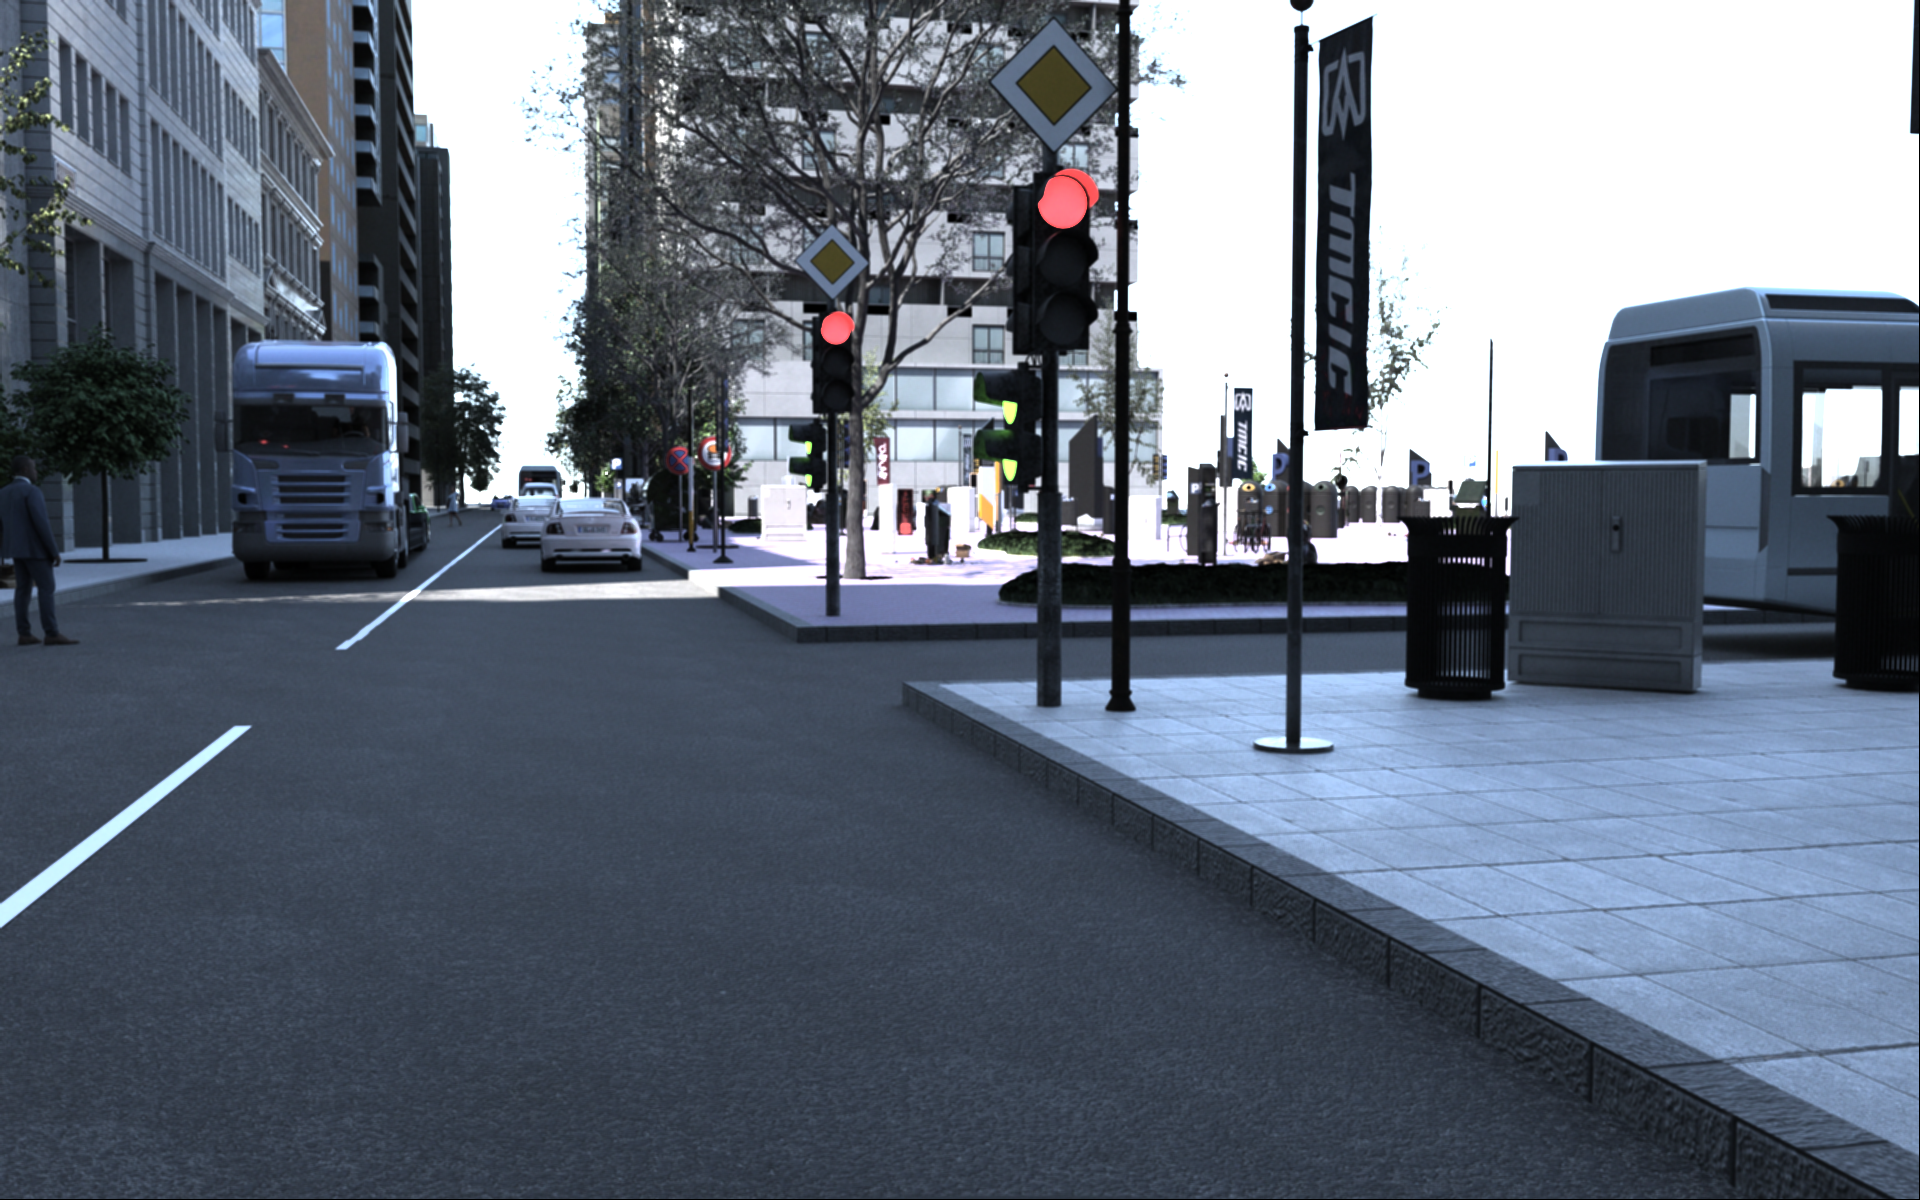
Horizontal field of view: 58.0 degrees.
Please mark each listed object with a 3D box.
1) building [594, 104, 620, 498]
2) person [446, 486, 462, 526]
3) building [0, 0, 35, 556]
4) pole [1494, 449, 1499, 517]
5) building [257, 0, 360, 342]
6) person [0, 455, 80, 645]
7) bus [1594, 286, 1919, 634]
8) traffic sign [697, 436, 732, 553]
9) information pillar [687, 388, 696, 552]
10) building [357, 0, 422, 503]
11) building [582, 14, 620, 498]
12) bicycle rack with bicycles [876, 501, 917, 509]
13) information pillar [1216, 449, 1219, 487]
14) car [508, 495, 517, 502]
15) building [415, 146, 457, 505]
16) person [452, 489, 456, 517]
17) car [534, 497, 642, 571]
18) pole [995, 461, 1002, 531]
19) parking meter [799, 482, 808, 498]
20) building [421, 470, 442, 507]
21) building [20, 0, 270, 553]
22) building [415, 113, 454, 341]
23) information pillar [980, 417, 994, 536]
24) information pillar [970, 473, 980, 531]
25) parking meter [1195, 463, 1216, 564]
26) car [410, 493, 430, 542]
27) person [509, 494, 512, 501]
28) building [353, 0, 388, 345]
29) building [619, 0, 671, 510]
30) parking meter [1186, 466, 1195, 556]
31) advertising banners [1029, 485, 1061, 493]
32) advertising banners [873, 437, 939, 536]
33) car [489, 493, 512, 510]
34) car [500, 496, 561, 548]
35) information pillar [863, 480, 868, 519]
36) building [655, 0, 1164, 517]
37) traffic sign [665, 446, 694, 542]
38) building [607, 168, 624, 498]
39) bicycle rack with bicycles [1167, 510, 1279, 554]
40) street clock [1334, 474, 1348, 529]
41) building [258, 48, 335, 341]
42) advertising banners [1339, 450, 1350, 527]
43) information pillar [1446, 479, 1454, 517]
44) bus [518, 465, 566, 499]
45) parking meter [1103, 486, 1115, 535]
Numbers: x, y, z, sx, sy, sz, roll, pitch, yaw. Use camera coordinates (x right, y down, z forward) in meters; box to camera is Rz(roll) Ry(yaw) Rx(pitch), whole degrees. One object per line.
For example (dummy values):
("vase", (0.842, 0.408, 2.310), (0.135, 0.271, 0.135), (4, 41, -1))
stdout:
("building", (-31.563, -30.713, 185.753), (14.154, 41.232, 14.086), (-1, 4, -14))
("person", (-22.542, -4.186, 77.039), (0.616, 1.811, 0.778), (2, 4, 24))
("building", (-23.474, -12.701, 25.687), (12.078, 24.808, 19.932), (-1, 4, -14))
("pole", (24.533, -5.218, 79.161), (0.158, 3.312, 0.155), (0, 3, 0))
("building", (-40.422, -27.077, 92.821), (14.600, 45.320, 14.200), (-1, 4, -14))
("person", (-8.826, -0.475, 16.453), (0.721, 1.800, 0.419), (1, 4, 16))
("bus", (13.103, -1.403, 17.792), (13.247, 3.499, 2.948), (-1, 4, -14))
("traffic sign", (-5.370, -2.312, 37.903), (0.768, 2.556, 0.104), (-1, 4, -13))
("information pillar", (-6.011, -2.894, 38.672), (0.183, 3.616, 0.504), (0, 4, -6))
("building", (-55.957, -31.613, 140.578), (21.300, 48.544, 21.600), (-1, 4, -14))
("building", (-37.106, -41.542, 221.216), (21.231, 58.520, 28.212), (-1, 4, -14))
("bicycle rack with bicycles", (-3.301, -4.765, 91.290), (2.925, 0.926, 2.852), (-3, 5, -43))
("information pillar", (13.435, -5.988, 89.253), (0.504, 3.616, 0.183), (0, 4, -6))
("car", (-60.347, -13.416, 231.711), (2.083, 1.381, 4.827), (-1, 4, -12))
("building", (-65.240, -31.405, 197.060), (14.154, 41.232, 14.086), (-1, 4, -14))
("person", (-31.978, -6.185, 109.256), (0.705, 1.869, 1.348), (-1, 4, -23))
("car", (-7.189, -1.300, 33.614), (2.083, 1.381, 4.827), (-1, 4, -13))
("pole", (1.276, -3.906, 57.710), (0.158, 3.312, 0.155), (0, 3, 0))
("parking meter", (-7.836, -4.950, 86.649), (0.399, 1.863, 0.255), (1, 4, 12))
("building", (-64.908, -45.270, 178.413), (20.563, 71.187, 20.611), (-1, 4, -14))
("building", (-28.236, -16.662, 49.924), (11.434, 29.767, 29.804), (-1, 4, -14))
("building", (-75.554, -36.564, 217.425), (23.786, 49.044, 30.456), (-1, 4, -14))
("information pillar", (0.823, -3.737, 52.452), (0.504, 3.616, 0.183), (-2, 4, -32))
("information pillar", (0.532, -3.434, 60.640), (0.304, 2.012, 0.304), (1, 4, 19))
("parking meter", (4.572, -1.611, 32.043), (0.255, 1.863, 0.399), (0, 4, -6))
("car", (-16.327, -2.508, 49.802), (1.959, 1.807, 4.718), (-1, 4, -12))
("person", (-40.938, -8.915, 157.492), (0.421, 1.427, 0.697), (-2, 4, -34))
("building", (-48.788, -48.935, 112.753), (22.319, 86.520, 31.000), (-1, 4, -14))
("building", (-20.456, -30.097, 142.192), (14.600, 45.320, 14.200), (-1, 4, -14))
("parking meter", (4.907, -1.842, 35.834), (0.399, 1.863, 0.255), (1, 4, 20))
("advertising banners", (3.470, -4.646, 72.155), (0.090, 3.025, 2.074), (-3, 5, -39))
("advertising banners", (-1.660, -3.502, 53.440), (2.074, 3.025, 0.090), (-1, 4, -13))
("car", (-40.550, -8.772, 153.007), (1.945, 1.707, 3.694), (-1, 4, -14))
("car", (-11.535, -2.145, 47.428), (2.083, 1.381, 4.827), (-1, 4, -12))
("information pillar", (-4.978, -5.242, 90.198), (0.304, 2.012, 0.304), (0, 4, 7))
("building", (-4.863, -31.833, 109.705), (28.713, 52.752, 27.495), (-1, 4, -14))
("traffic sign", (-7.428, -2.805, 45.975), (0.768, 2.556, 0.104), (0, 4, -5))
("building", (-24.822, -23.591, 157.418), (14.160, 30.474, 14.107), (-1, 4, -14))
("bicycle rack with bicycles", (5.957, -1.538, 38.534), (2.852, 0.926, 2.925), (2, 4, 29))
("street clock", (14.058, -3.628, 63.894), (0.471, 2.002, 0.358), (3, 5, 44))
("building", (-34.209, -14.600, 74.864), (11.583, 22.565, 21.152), (-1, 4, -14))
("advertising banners", (15.162, -4.416, 68.385), (0.090, 3.025, 2.074), (0, 4, 2))
("information pillar", (24.462, -5.017, 86.521), (0.304, 2.012, 0.304), (0, 4, 1))
("bus", (-27.663, -7.319, 114.527), (2.948, 3.499, 13.247), (-1, 4, -12))
("parking meter", (4.685, -2.820, 54.523), (0.372, 1.533, 0.369), (0, 3, 0))
